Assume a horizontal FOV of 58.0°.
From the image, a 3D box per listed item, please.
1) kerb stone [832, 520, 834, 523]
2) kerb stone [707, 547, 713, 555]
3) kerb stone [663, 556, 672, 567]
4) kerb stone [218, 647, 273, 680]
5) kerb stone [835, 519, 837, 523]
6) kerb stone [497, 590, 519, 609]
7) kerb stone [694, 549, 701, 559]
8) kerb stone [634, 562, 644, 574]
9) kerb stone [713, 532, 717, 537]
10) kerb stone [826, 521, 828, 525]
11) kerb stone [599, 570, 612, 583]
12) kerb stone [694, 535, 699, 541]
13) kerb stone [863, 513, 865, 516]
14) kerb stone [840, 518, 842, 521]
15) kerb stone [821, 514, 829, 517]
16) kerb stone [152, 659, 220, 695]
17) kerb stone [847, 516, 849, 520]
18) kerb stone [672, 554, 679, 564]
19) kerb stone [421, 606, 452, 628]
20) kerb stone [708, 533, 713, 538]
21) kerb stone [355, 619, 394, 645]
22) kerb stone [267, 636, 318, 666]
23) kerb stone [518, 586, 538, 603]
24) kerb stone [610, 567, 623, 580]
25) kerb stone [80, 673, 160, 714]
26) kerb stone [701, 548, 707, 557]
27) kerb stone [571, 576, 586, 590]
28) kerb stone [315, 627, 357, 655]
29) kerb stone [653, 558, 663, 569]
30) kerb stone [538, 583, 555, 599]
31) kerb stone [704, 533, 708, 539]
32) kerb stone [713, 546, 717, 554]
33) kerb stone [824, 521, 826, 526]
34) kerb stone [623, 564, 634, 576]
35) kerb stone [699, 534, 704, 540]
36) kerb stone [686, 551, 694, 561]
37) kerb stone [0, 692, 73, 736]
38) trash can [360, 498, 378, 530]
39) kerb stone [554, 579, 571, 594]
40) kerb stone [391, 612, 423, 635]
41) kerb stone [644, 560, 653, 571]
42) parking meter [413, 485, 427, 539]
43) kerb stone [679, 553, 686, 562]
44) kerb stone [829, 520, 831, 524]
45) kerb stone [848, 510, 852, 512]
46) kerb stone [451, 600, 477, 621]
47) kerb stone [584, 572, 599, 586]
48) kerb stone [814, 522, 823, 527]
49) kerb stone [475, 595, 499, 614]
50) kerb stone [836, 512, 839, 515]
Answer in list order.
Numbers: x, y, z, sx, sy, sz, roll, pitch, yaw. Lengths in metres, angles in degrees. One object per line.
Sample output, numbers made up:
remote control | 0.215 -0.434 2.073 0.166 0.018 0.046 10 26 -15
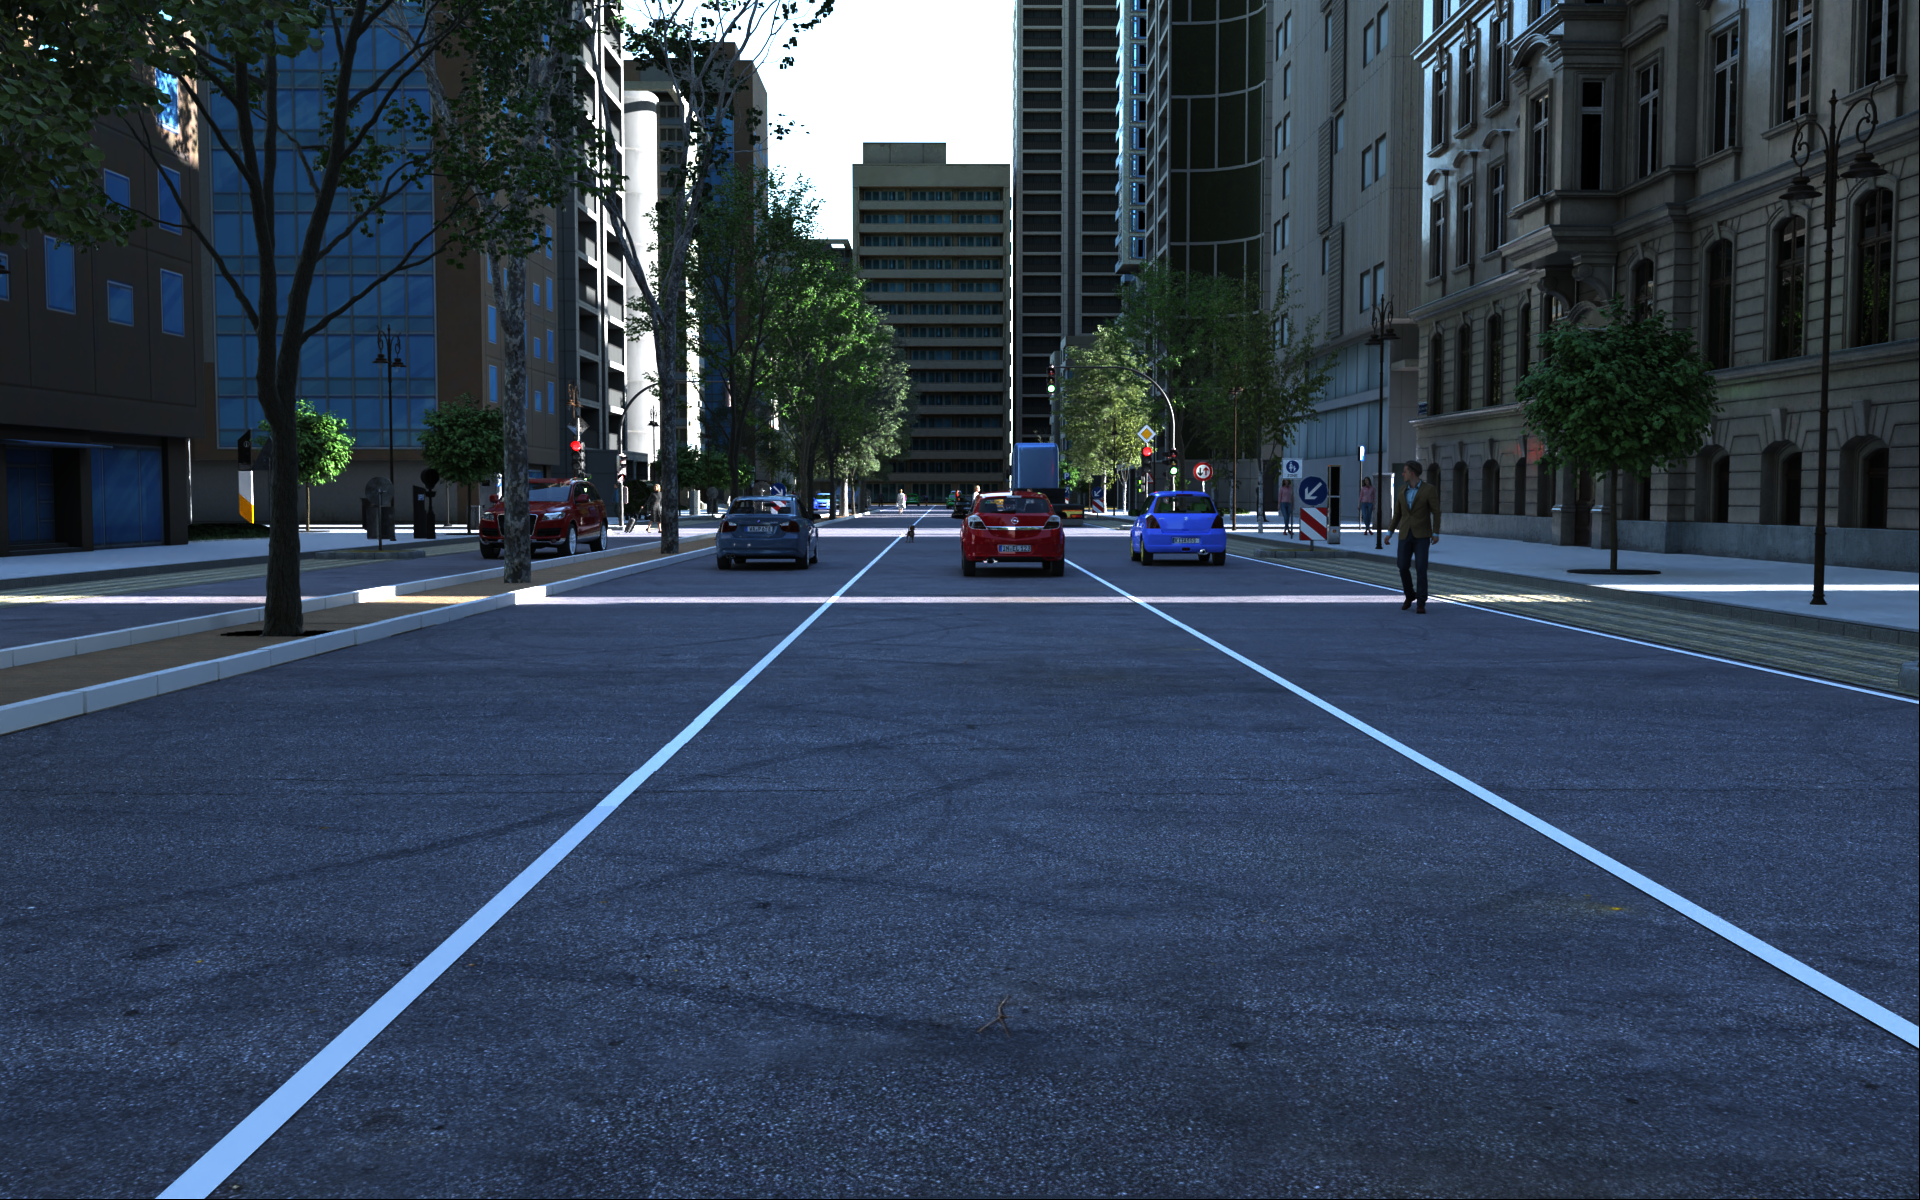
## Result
kerb stone | -6.262 -3.720 83.010 0.120 0.150 1.000 0 4 0
kerb stone | -5.962 -1.116 40.494 0.120 0.150 1.000 0 4 0
kerb stone | -5.903 -0.742 34.323 0.120 0.150 1.000 0 4 0
kerb stone | -5.758 0.519 13.820 0.120 0.150 1.000 0 4 0
kerb stone | -6.280 -3.843 85.057 0.120 0.150 1.000 0 4 0
kerb stone | -5.821 0.010 22.031 0.120 0.150 1.000 0 4 0
kerb stone | -5.944 -0.993 38.438 0.120 0.150 1.000 0 4 0
kerb stone | -5.894 -0.554 31.257 0.120 0.150 1.000 0 4 0
kerb stone | -8.186 -2.117 56.812 0.120 0.150 1.000 0 4 0
kerb stone | -6.236 -3.462 78.912 0.120 0.150 1.000 0 4 0
kerb stone | -5.866 -0.364 28.184 0.120 0.150 1.000 0 4 0
kerb stone | -8.153 -1.867 52.717 0.120 0.150 1.000 0 4 0
kerb stone | -6.487 -5.601 113.771 0.120 0.150 1.000 0 4 0
kerb stone | -6.307 -4.095 89.150 0.120 0.150 1.000 0 4 0
kerb stone | -8.573 -5.352 109.696 0.120 0.150 1.000 0 4 0
kerb stone | -5.753 0.576 12.790 0.120 0.150 1.000 0 4 0
kerb stone | -6.352 -4.472 95.315 0.120 0.150 1.000 0 4 0
kerb stone | -5.921 -0.804 35.345 0.120 0.150 1.000 0 4 0
kerb stone | -5.796 0.198 18.955 0.120 0.150 1.000 0 4 0
kerb stone | -8.174 -2.043 55.791 0.120 0.150 1.000 0 4 0
kerb stone | -5.775 0.323 16.907 0.120 0.150 1.000 0 4 0
kerb stone | -5.770 0.450 14.842 0.120 0.150 1.000 0 4 0
kerb stone | -5.832 -0.052 23.054 0.120 0.150 1.000 0 4 0
kerb stone | -5.881 -0.429 29.205 0.120 0.150 1.000 0 4 0
kerb stone | -5.744 0.638 11.767 0.120 0.150 1.000 0 4 0
kerb stone | -5.943 -1.056 39.462 0.120 0.150 1.000 0 4 0
kerb stone | -5.852 -0.234 26.128 0.120 0.150 1.000 0 4 0
kerb stone | -5.786 0.386 15.877 0.120 0.150 1.000 0 4 0
kerb stone | -5.905 -0.678 33.301 0.120 0.150 1.000 0 4 0
kerb stone | -5.842 -0.112 24.083 0.120 0.150 1.000 0 4 0
kerb stone | -8.163 -1.992 54.768 0.120 0.150 1.000 0 4 0
kerb stone | -5.965 -1.182 41.515 0.120 0.150 1.000 0 4 0
kerb stone | -6.233 -3.406 77.881 0.120 0.150 1.000 0 4 0
kerb stone | -5.893 -0.491 30.229 0.120 0.150 1.000 0 4 0
kerb stone | -8.157 -1.919 53.739 0.120 0.150 1.000 0 4 0
kerb stone | -5.935 -0.930 37.406 0.120 0.150 1.000 0 4 0
kerb stone | -5.748 0.701 10.740 0.120 0.150 1.000 0 4 0
trash can | -21.006 -3.065 61.763 0.748 1.137 0.748 0 3 0
kerb stone | -5.844 -0.175 25.105 0.120 0.150 1.000 0 4 0
kerb stone | -5.801 0.261 17.931 0.120 0.150 1.000 0 4 0
kerb stone | -5.906 -0.613 32.279 0.120 0.150 1.000 0 4 0
parking meter | -15.611 -2.548 50.066 0.372 1.533 0.369 0 3 0
kerb stone | -5.936 -0.864 36.374 0.120 0.150 1.000 0 4 0
kerb stone | -6.256 -3.594 80.961 0.120 0.150 1.000 0 4 0
kerb stone | -8.789 -7.232 140.439 0.120 0.150 1.000 0 4 0
kerb stone | -5.806 0.137 19.985 0.120 0.150 1.000 0 4 0
kerb stone | -5.858 -0.303 27.149 0.120 0.150 1.000 0 4 0
kerb stone | -6.219 -3.281 75.837 0.120 0.150 1.000 0 4 0
kerb stone | -5.814 0.077 21.007 0.120 0.150 1.000 0 4 0
kerb stone | -8.671 -6.292 125.070 0.120 0.150 1.000 0 4 0
